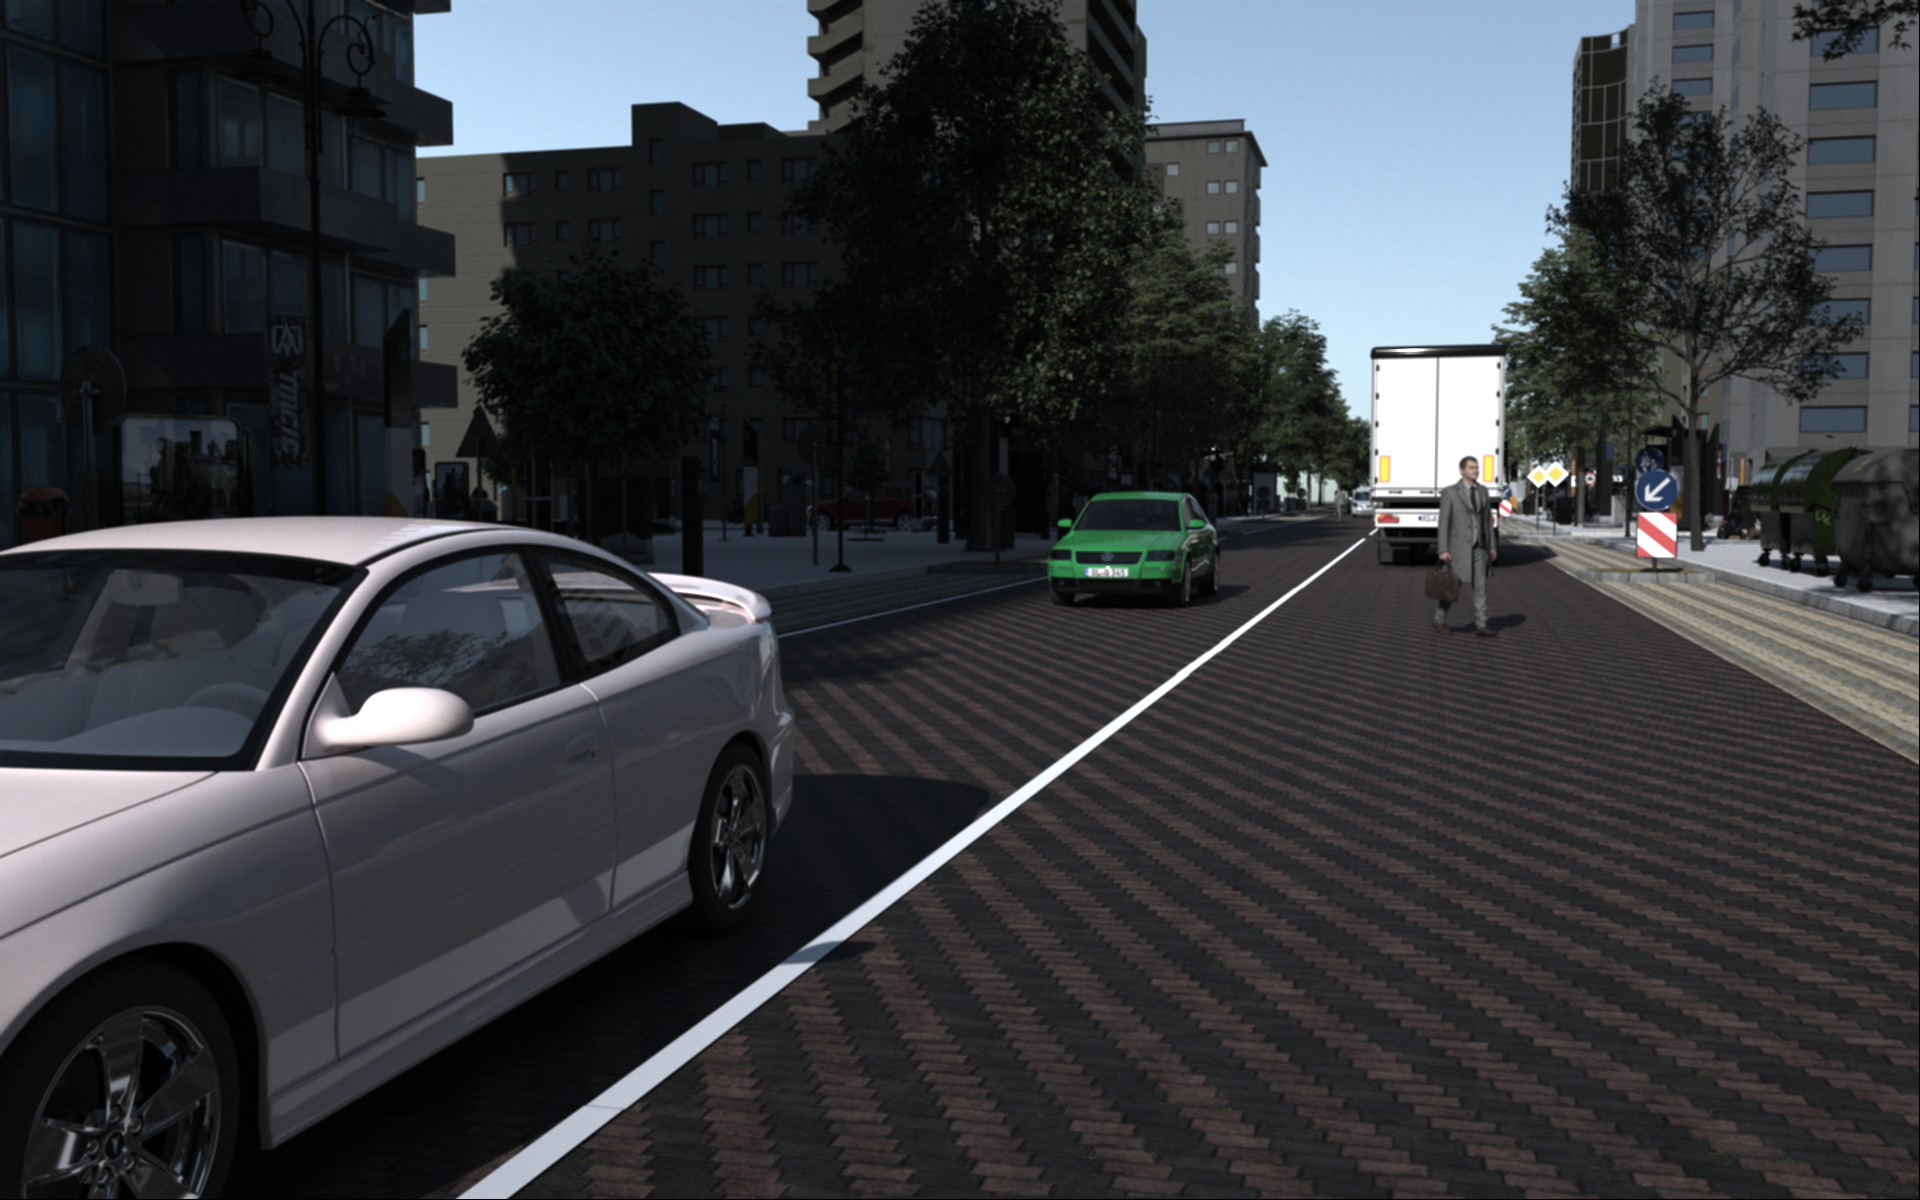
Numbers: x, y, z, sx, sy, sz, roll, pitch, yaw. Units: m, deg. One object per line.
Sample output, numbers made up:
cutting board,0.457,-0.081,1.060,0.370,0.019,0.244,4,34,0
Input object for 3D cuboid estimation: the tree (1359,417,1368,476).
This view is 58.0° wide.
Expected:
tree,49.368,-18.798,225.468,7.486,12.596,7.792,0,3,0

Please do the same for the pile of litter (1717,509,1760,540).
pile of litter,22.298,-2.158,49.256,1.719,0.858,1.176,-1,4,-12

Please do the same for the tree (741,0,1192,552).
tree,0.446,-7.420,38.325,9.611,12.733,9.660,0,3,0

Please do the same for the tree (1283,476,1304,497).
tree,27.270,-9.064,142.798,1.663,3.219,1.824,0,3,0

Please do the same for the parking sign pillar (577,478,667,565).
parking sign pillar,-6.348,-2.650,31.807,1.447,3.967,1.447,0,4,5

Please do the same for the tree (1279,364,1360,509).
tree,30.043,-14.240,150.947,7.486,12.596,7.792,0,3,0

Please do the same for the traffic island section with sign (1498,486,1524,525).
traffic island section with sign,25.582,-4.477,81.826,1.989,1.847,2.006,1,4,15

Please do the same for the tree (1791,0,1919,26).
tree,9.123,-4.652,10.470,7.601,10.594,8.767,-3,5,-45

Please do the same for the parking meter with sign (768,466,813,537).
parking meter with sign,-5.062,-3.443,52.547,0.543,3.016,1.738,3,5,41

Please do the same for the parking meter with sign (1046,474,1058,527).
parking meter with sign,3.461,-4.313,66.771,1.738,3.016,0.543,1,4,12

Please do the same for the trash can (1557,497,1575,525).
trash can,25.194,-3.699,72.125,0.748,1.137,0.748,0,3,0

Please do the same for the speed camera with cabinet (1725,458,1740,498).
speed camera with cabinet,43.197,-6.171,95.234,2.038,3.252,0.660,2,4,33

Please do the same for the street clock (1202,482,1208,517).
street clock,11.919,-4.870,84.190,0.358,2.002,0.471,0,4,8

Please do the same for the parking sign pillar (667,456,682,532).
parking sign pillar,-9.958,-4.302,58.812,1.447,3.967,1.447,0,4,1

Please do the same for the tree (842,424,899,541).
tree,-2.482,-3.250,47.739,1.663,3.219,1.824,0,3,0

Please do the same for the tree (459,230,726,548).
tree,-4.599,-2.331,21.818,4.285,4.588,4.351,0,3,0

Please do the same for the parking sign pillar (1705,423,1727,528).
parking sign pillar,28.955,-4.766,66.404,1.447,3.967,1.447,0,4,8

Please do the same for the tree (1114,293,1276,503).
tree,10.654,-8.854,79.173,8.767,10.594,7.601,2,4,27

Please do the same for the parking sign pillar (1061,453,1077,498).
parking sign pillar,7.026,-7.638,113.358,1.447,3.967,1.447,3,5,41

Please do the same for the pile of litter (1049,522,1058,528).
pile of litter,2.901,-3.117,64.933,1.719,0.858,1.176,1,4,15

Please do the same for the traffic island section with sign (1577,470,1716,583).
traffic island section with sign,11.364,-1.233,28.795,1.989,1.847,2.006,1,4,15

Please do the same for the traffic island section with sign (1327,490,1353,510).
traffic island section with sign,34.929,-9.237,159.646,1.989,1.847,2.006,1,4,15

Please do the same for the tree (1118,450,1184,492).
tree,13.108,-8.703,126.008,4.285,4.588,4.351,0,3,0

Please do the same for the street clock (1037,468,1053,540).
street clock,2.400,-2.704,48.775,0.358,2.002,0.471,3,4,36

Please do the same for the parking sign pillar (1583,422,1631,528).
parking sign pillar,24.453,-4.728,65.776,1.447,3.967,1.447,1,4,12

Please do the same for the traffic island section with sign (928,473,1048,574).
traffic island section with sign,0.621,-1.410,31.674,1.989,1.847,2.006,1,4,15

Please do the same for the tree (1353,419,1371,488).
tree,66.822,-23.455,290.146,9.857,13.997,8.962,0,3,0

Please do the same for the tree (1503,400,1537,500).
tree,42.994,-11.334,135.676,4.737,8.622,4.395,0,3,0

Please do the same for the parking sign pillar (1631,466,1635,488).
parking sign pillar,44.201,-7.753,115.241,1.447,3.967,1.447,-3,5,-44

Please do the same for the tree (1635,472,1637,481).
tree,49.509,-8.156,127.957,1.663,3.219,1.824,0,3,0

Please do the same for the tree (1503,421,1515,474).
tree,47.445,-12.261,150.828,4.360,8.622,3.978,0,3,0

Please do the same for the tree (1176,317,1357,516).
tree,16.644,-10.842,103.016,9.928,11.665,9.643,0,3,0

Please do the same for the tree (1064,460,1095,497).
tree,6.709,-6.168,95.444,1.663,3.219,1.824,0,3,0

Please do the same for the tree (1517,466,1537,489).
tree,39.396,-7.732,121.019,1.663,3.219,1.824,0,3,0

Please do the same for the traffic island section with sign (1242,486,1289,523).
traffic island section with sign,14.937,-4.675,85.057,1.989,1.847,2.006,1,4,15

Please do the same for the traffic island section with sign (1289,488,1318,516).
traffic island section with sign,22.004,-6.287,111.413,1.989,1.847,2.006,1,4,15

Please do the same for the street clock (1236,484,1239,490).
street clock,20.662,-7.566,128.273,0.358,2.002,0.471,3,5,44

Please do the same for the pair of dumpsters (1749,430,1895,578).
pair of dumpsters,14.184,-1.586,28.426,1.574,2.255,4.437,1,4,15

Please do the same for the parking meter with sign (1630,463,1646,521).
parking meter with sign,33.273,-5.335,83.489,1.738,3.016,0.543,1,4,19

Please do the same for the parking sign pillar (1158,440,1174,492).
parking sign pillar,10.411,-6.045,87.309,1.447,3.967,1.447,2,4,25

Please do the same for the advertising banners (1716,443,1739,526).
advertising banners,26.282,-3.863,59.344,0.090,3.025,2.074,0,4,4

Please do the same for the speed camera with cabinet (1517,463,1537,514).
speed camera with cabinet,36.469,-7.125,110.828,2.038,3.252,0.660,-3,5,-40

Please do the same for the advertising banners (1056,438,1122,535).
advertising banners,4.034,-3.549,54.207,2.074,3.025,0.090,0,4,3

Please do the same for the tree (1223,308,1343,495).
tree,21.776,-13.073,120.403,9.857,13.997,8.962,0,3,0

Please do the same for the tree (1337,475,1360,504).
tree,52.260,-15.258,233.176,4.285,4.588,4.351,0,3,0

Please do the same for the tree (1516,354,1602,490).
tree,30.318,-8.385,87.465,4.360,8.622,3.978,0,3,0

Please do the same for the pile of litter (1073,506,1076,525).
pile of litter,4.689,-3.648,73.606,1.176,0.858,1.719,0,4,4

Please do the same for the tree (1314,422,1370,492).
tree,46.273,-16.913,210.947,7.601,10.594,8.767,-2,4,-35

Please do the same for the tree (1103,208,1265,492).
tree,8.290,-9.268,69.654,7.486,12.596,7.792,0,3,0

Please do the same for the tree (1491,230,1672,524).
tree,26.515,-9.587,74.870,7.486,12.596,7.792,0,3,0

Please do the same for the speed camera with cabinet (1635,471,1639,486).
speed camera with cabinet,47.499,-7.658,119.542,0.660,3.252,2.038,-3,4,-38
